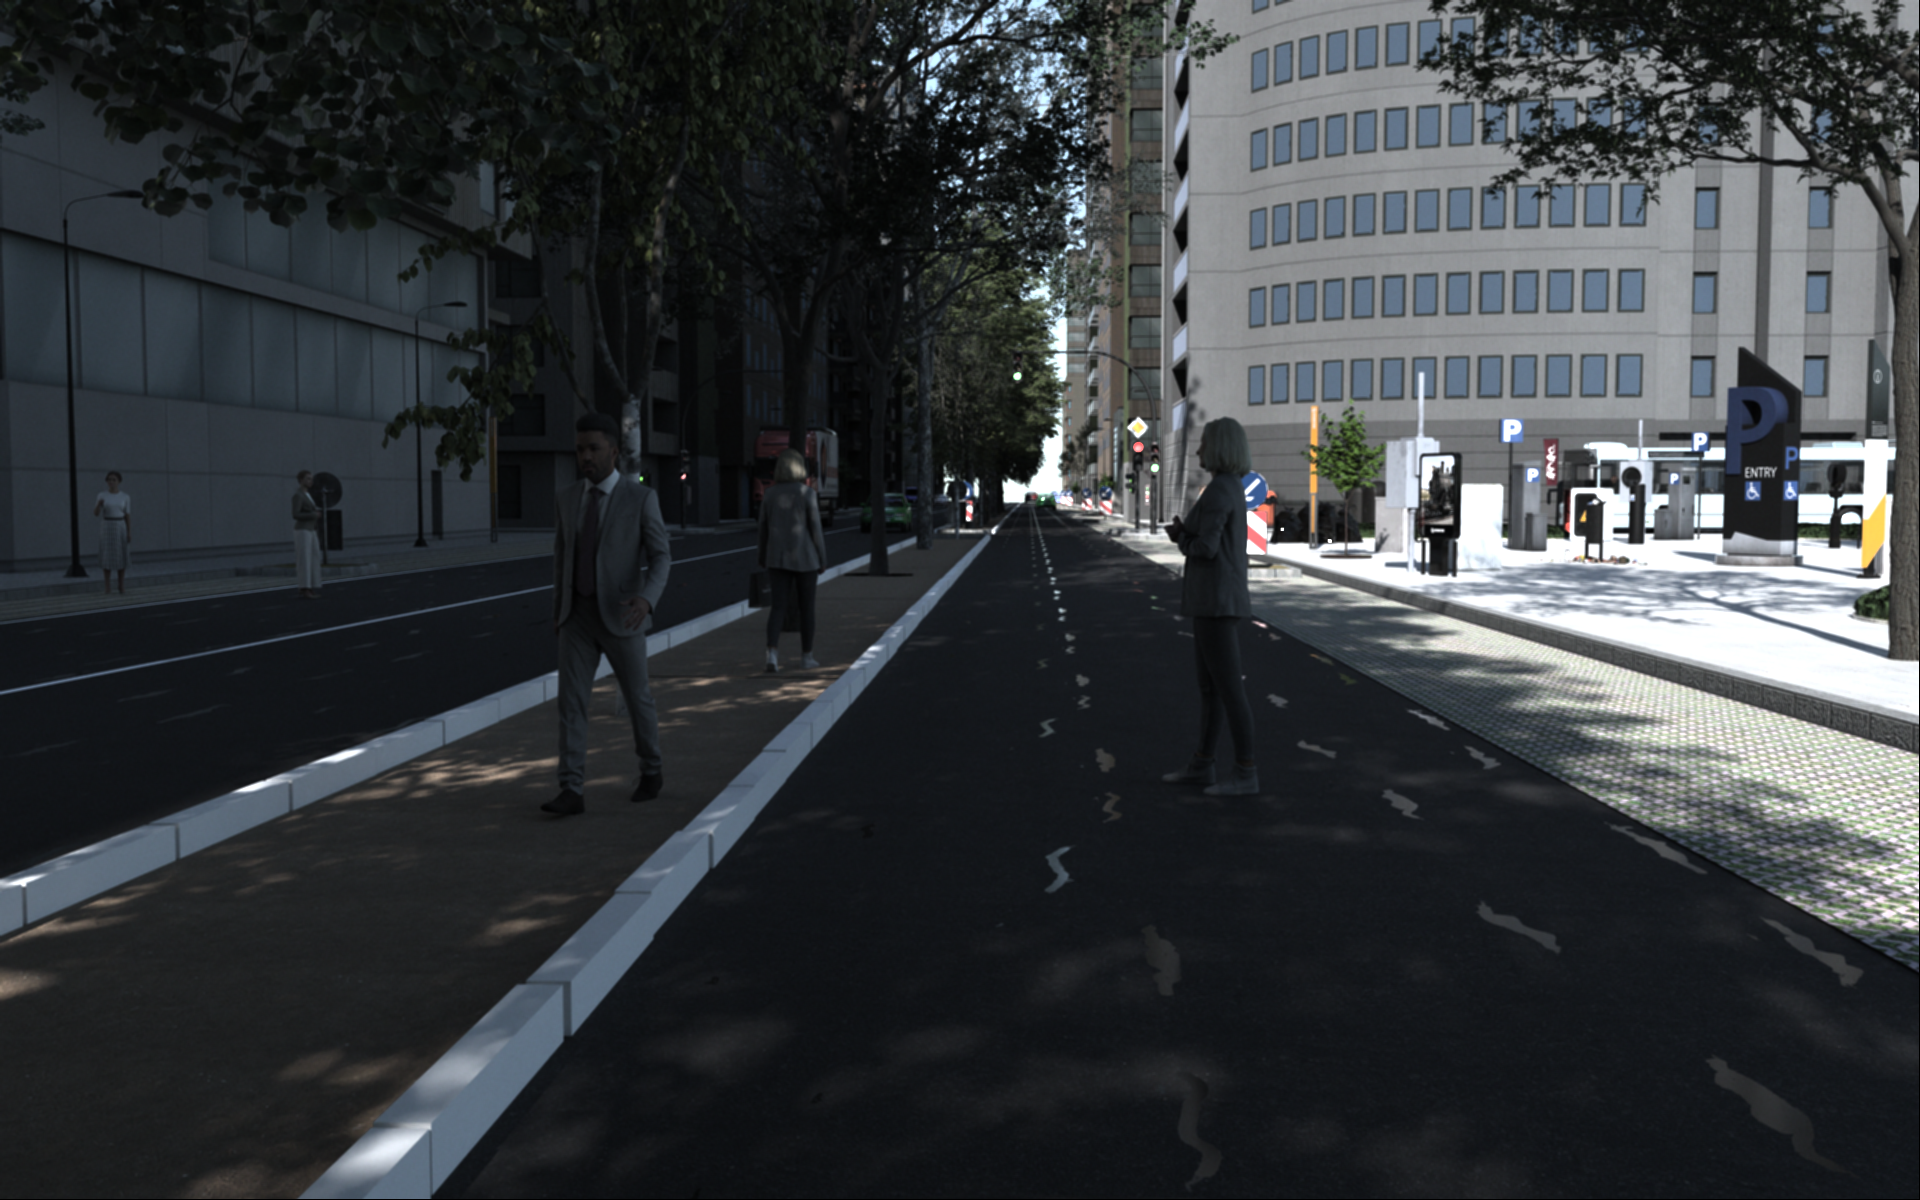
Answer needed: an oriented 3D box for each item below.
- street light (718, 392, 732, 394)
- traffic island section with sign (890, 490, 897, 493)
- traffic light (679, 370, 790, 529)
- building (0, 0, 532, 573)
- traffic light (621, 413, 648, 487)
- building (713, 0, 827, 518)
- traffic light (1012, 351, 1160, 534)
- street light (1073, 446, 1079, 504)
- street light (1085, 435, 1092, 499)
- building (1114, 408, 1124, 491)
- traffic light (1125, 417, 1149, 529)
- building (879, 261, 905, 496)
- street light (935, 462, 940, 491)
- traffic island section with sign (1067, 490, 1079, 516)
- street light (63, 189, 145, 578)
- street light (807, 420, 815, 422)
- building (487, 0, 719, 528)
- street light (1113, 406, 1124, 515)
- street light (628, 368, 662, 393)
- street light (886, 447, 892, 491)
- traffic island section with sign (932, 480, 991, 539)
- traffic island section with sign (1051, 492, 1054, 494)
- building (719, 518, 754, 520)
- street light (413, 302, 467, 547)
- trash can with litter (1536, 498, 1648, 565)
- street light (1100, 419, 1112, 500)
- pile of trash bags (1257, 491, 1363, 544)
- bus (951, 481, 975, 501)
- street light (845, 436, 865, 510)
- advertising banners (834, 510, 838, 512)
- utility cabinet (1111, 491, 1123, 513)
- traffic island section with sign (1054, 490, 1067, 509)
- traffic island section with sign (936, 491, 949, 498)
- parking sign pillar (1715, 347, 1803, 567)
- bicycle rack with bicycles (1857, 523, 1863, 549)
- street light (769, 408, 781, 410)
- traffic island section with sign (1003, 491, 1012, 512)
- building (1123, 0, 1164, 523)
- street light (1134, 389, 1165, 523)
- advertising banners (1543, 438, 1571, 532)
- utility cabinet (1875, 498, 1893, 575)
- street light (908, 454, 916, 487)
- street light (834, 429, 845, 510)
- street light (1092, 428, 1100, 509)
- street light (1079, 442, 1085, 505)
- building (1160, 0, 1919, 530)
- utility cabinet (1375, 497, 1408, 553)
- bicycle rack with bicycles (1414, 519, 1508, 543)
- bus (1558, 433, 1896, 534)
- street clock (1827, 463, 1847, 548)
[{"bbox_3d":[-11.013,-6.489,78.629,1.470,5.913,1.316,0,4,2],"label":"street light"},{"bbox_3d":[-6.220,-9.486,163.724,1.989,1.847,2.006,0,4,2],"label":"traffic island section with sign"},{"bbox_3d":[-8.059,-5.438,63.577,4.771,5.953,1.251,0,4,2],"label":"traffic light"},{"bbox_3d":[-26.983,-27.615,40.743,27.495,52.752,28.713,0,4,2],"label":"building"},{"bbox_3d":[-10.470,-4.081,55.646,0.839,4.253,0.868,0,4,2],"label":"traffic light"},{"bbox_3d":[-16.476,-28.352,113.673,14.600,45.320,14.200,0,4,2],"label":"building"},{"bbox_3d":[4.035,-4.910,54.946,4.771,5.953,1.251,0,4,2],"label":"traffic light"},{"bbox_3d":[12.061,-12.001,168.757,1.470,5.913,1.316,0,4,2],"label":"street light"},{"bbox_3d":[10.868,-10.066,137.116,1.470,5.913,1.316,0,4,2],"label":"street light"},{"bbox_3d":[22.811,-49.393,120.241,22.319,86.520,31.000,0,4,2],"label":"building"},{"bbox_3d":[6.446,-4.530,62.983,0.839,4.253,0.868,0,4,2],"label":"traffic light"},{"bbox_3d":[-14.014,-26.440,203.993,14.160,30.474,14.107,0,4,2],"label":"building"},{"bbox_3d":[-3.509,-18.109,268.621,1.470,5.913,1.316,0,4,2],"label":"street light"},{"bbox_3d":[8.143,-6.379,112.925,1.989,1.847,2.006,0,4,2],"label":"traffic island section with sign"},{"bbox_3d":[-13.128,-3.305,26.579,1.470,5.913,1.316,0,4,2],"label":"street light"},{"bbox_3d":[-9.764,-8.315,108.485,1.470,5.913,1.316,0,4,2],"label":"street light"},{"bbox_3d":[-18.037,-18.237,69.883,14.160,30.474,14.107,0,4,2],"label":"building"},{"bbox_3d":[9.030,-7.293,91.786,1.470,5.913,1.316,0,4,2],"label":"street light"},{"bbox_3d":[-11.617,-5.575,63.700,1.470,5.913,1.316,0,4,2],"label":"street light"},{"bbox_3d":[-7.391,-12.077,169.997,1.470,5.913,1.316,0,4,2],"label":"street light"},{"bbox_3d":[-0.124,-2.903,55.605,2.006,1.907,1.989,0,4,2],"label":"traffic island section with sign"},{"bbox_3d":[11.204,-11.094,190.020,1.989,1.847,2.006,0,4,2],"label":"traffic island section with sign"},{"bbox_3d":[-17.272,-26.998,91.529,14.600,45.320,14.200,0,4,2],"label":"building"},{"bbox_3d":[-12.582,-4.245,41.947,1.470,5.913,1.316,0,4,2],"label":"street light"},{"bbox_3d":[11.946,-1.300,32.308,1.678,1.210,2.233,-1,4,-10],"label":"trash can with litter"},{"bbox_3d":[9.572,-8.221,106.947,1.470,5.913,1.316,0,4,2],"label":"street light"},{"bbox_3d":[8.914,-2.175,45.309,3.447,1.369,1.912,-3,5,-42],"label":"pile of trash bags"},{"bbox_3d":[0.406,-14.886,238.241,2.948,3.499,13.247,0,4,4],"label":"bus"},{"bbox_3d":[-8.630,-10.251,140.141,1.470,5.913,1.316,0,4,2],"label":"street light"},{"bbox_3d":[-9.173,-8.033,127.523,0.090,3.025,2.074,0,4,5],"label":"advertising banners"},{"bbox_3d":[10.364,-6.452,114.166,0.318,1.500,1.173,3,4,38],"label":"utility cabinet"},{"bbox_3d":[10.099,-9.393,162.198,1.989,1.847,2.006,0,4,2],"label":"traffic island section with sign"},{"bbox_3d":[-2.951,-14.515,245.945,1.989,1.847,2.006,0,4,2],"label":"traffic island section with sign"},{"bbox_3d":[14.446,-2.613,31.202,1.447,3.967,1.447,-2,4,-23],"label":"parking sign pillar"},{"bbox_3d":[22.216,-1.636,40.131,2.852,0.926,2.925,-1,4,-15],"label":"bicycle rack with bicycles"},{"bbox_3d":[-10.346,-7.401,93.555,1.470,5.913,1.316,0,4,2],"label":"street light"},{"bbox_3d":[3.157,-7.948,138.086,2.006,1.907,1.989,0,4,2],"label":"traffic island section with sign"},{"bbox_3d":[15.651,-19.573,91.715,14.160,30.474,14.107,0,4,2],"label":"building"},{"bbox_3d":[8.402,-6.380,76.858,1.470,5.913,1.316,0,4,2],"label":"street light"},{"bbox_3d":[19.141,-3.545,54.142,0.090,3.025,2.074,-3,5,-40],"label":"advertising banners"},{"bbox_3d":[15.145,-1.001,27.521,1.020,1.237,0.306,0,4,8],"label":"utility cabinet"},{"bbox_3d":[-6.180,-13.940,200.452,1.470,5.913,1.316,0,4,2],"label":"street light"},{"bbox_3d":[-9.203,-9.235,123.532,1.470,5.913,1.316,0,4,2],"label":"street light"},{"bbox_3d":[10.251,-9.133,121.873,1.470,5.913,1.316,0,4,2],"label":"street light"},{"bbox_3d":[11.588,-11.088,153.823,1.470,5.913,1.316,0,4,2],"label":"street light"},{"bbox_3d":[23.153,-32.329,70.586,28.212,58.520,21.231,0,4,2],"label":"building"},{"bbox_3d":[9.523,-1.642,38.008,0.306,1.237,1.020,-1,4,-21],"label":"utility cabinet"},{"bbox_3d":[13.236,-2.002,46.115,2.925,0.926,2.852,-2,4,-26],"label":"bicycle rack with bicycles"},{"bbox_3d":[26.494,-3.910,58.781,13.247,3.499,2.948,0,4,1],"label":"bus"},{"bbox_3d":[20.732,-2.228,40.995,0.358,2.002,0.471,0,4,-1],"label":"street clock"}]
